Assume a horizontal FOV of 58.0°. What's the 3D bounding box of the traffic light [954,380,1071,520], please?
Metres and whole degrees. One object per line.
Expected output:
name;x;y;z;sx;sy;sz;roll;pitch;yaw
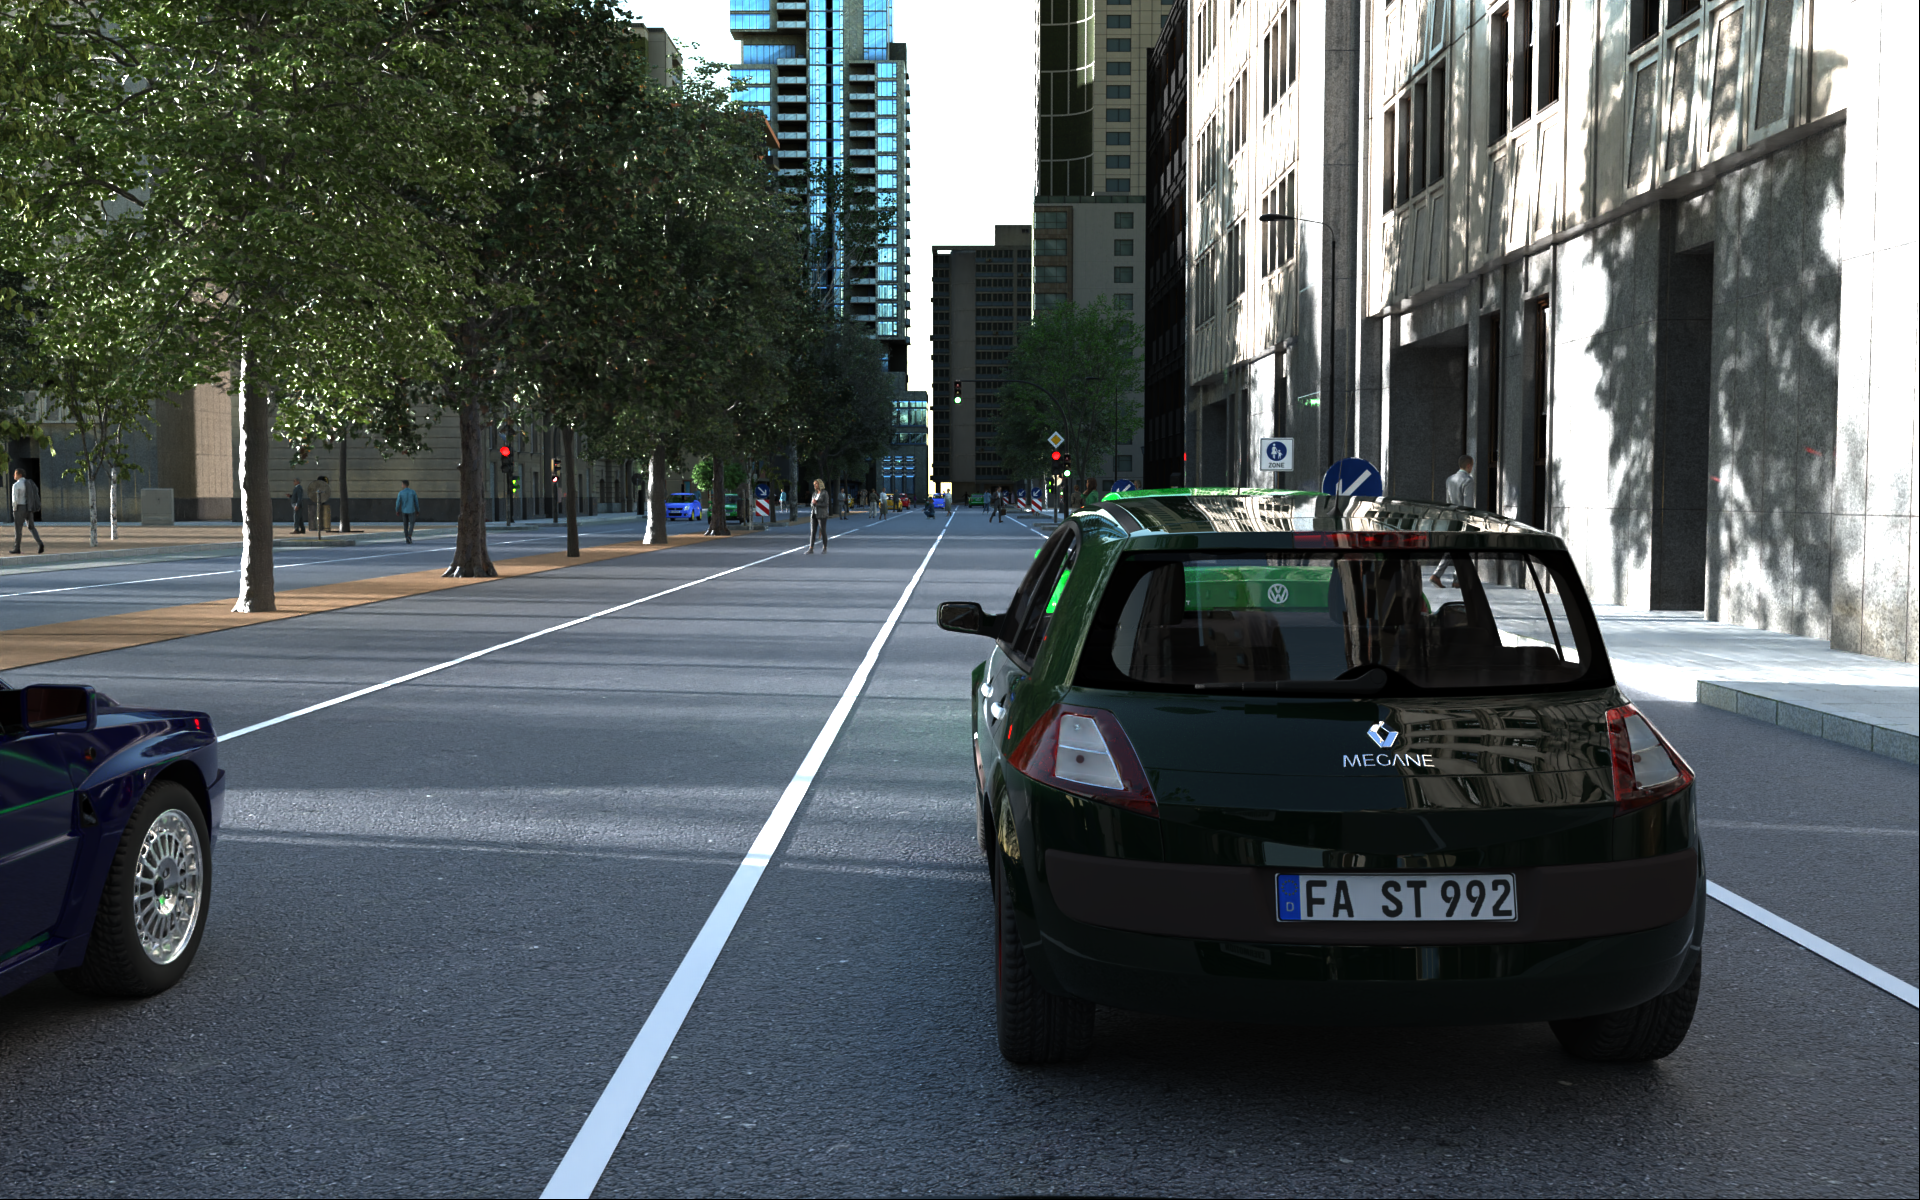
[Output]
traffic light;2.131;-5.767;68.958;4.771;5.953;1.251;0;4;0

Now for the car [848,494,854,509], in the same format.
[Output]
car;-11.373;-9.793;170.341;2.015;1.641;3.980;0;4;0

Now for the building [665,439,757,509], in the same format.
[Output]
building;-35.162;-19.687;166.927;27.650;21.520;28.899;0;4;0

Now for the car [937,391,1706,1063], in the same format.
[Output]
car;0.924;0.246;5.766;2.009;1.686;4.222;0;4;0

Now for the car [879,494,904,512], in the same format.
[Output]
car;-5.561;-7.922;139.750;2.015;1.641;3.980;0;4;1

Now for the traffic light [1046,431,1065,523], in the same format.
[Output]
traffic light;4.246;-5.392;77.078;0.839;4.253;0.868;0;4;0

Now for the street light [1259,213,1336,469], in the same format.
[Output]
street light;5.648;-3.443;28.840;1.470;5.913;1.316;0;4;0

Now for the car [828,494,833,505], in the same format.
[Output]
car;-14.891;-11.693;203.177;2.014;1.417;4.499;0;4;-1

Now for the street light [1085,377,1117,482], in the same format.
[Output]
street light;5.656;-5.884;68.739;1.470;5.913;1.316;0;4;0

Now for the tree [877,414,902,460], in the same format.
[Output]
tree;-8.424;-10.787;113.237;8.767;10.594;7.601;0;4;0

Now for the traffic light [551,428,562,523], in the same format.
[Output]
traffic light;-15.923;-6.268;77.155;4.771;5.953;1.251;0;4;0

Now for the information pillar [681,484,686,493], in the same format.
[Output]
information pillar;-19.402;-7.152;121.429;0.304;2.012;0.304;0;4;-1

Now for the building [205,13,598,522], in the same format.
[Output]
building;-27.138;-17.884;89.673;12.463;27.353;25.104;0;4;0

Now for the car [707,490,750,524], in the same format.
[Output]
car;-11.024;-4.549;83.167;1.959;1.807;4.718;0;4;0

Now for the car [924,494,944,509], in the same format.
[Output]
car;-2.401;-9.329;164.327;2.131;1.459;4.920;0;4;-1

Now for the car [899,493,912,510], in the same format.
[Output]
car;-5.555;-9.248;160.250;2.155;1.783;4.494;0;4;1

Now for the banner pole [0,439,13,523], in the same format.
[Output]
banner pole;-42.280;-5.281;76.365;0.863;3.779;0.401;-1;4;-12

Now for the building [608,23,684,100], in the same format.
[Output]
building;-49.047;-41.226;216.041;28.212;58.520;21.231;0;4;0

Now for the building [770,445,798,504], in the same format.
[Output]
building;-27.878;-27.418;219.993;14.107;30.474;14.160;0;4;0

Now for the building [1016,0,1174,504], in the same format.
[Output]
building;17.568;-47.487;214.656;20.563;71.187;20.611;0;4;0

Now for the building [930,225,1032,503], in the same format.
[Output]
building;7.679;-34.300;252.692;23.993;40.220;32.217;0;4;0

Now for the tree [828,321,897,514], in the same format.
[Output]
tree;-8.815;-13.058;122.606;9.857;13.997;8.962;0;3;0

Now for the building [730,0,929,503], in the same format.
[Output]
building;-20.091;-57.099;246.244;31.000;86.520;22.319;0;4;0

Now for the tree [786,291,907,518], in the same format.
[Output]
tree;-8.258;-11.647;103.260;12.009;13.543;11.850;0;3;0

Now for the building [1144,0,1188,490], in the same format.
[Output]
building;13.389;-14.079;59.865;12.332;23.373;15.834;0;4;0

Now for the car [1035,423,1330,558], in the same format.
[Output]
car;1.461;-0.093;10.323;1.959;1.807;4.718;0;4;-1

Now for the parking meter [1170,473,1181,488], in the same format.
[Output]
parking meter;5.871;-2.536;47.182;0.255;1.863;0.399;1;4;17

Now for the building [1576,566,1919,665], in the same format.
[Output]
building;13.233;-12.433;21.296;12.078;24.808;19.932;0;4;0

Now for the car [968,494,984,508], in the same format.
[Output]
car;1.815;-10.518;180.762;1.959;1.807;4.718;0;4;-1

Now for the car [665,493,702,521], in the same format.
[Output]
car;-14.954;-5.099;92.965;1.945;1.707;3.694;0;4;1

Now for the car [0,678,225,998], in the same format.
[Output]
car;-3.112;0.538;3.788;1.945;1.354;3.894;0;4;-1

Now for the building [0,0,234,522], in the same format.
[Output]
building;-46.185;-16.250;83.709;19.932;24.808;12.078;0;4;0

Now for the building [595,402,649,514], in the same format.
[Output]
building;-28.735;-18.381;119.617;14.460;24.649;34.723;0;4;0

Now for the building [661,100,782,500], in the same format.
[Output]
building;-32.044;-33.058;195.117;22.147;44.769;28.867;0;4;0

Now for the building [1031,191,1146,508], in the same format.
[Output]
building;13.954;-24.345;169.737;14.160;30.474;14.107;0;4;0

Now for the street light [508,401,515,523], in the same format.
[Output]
street light;-19.506;-6.397;77.134;1.470;5.913;1.316;0;4;0

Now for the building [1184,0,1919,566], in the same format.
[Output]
building;12.706;-13.662;41.393;12.078;24.808;19.932;0;4;0

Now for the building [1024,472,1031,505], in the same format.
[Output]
building;21.463;-21.187;191.452;27.650;21.520;28.899;0;4;0

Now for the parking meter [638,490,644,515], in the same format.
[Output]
parking meter;-19.700;-6.030;106.997;0.372;1.533;0.369;0;3;0

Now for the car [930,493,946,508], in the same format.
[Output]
car;-1.674;-8.557;149.499;1.945;1.707;3.694;0;4;1

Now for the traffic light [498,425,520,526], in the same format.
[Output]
traffic light;-18.038;-4.906;69.141;0.839;4.253;0.868;0;4;0
